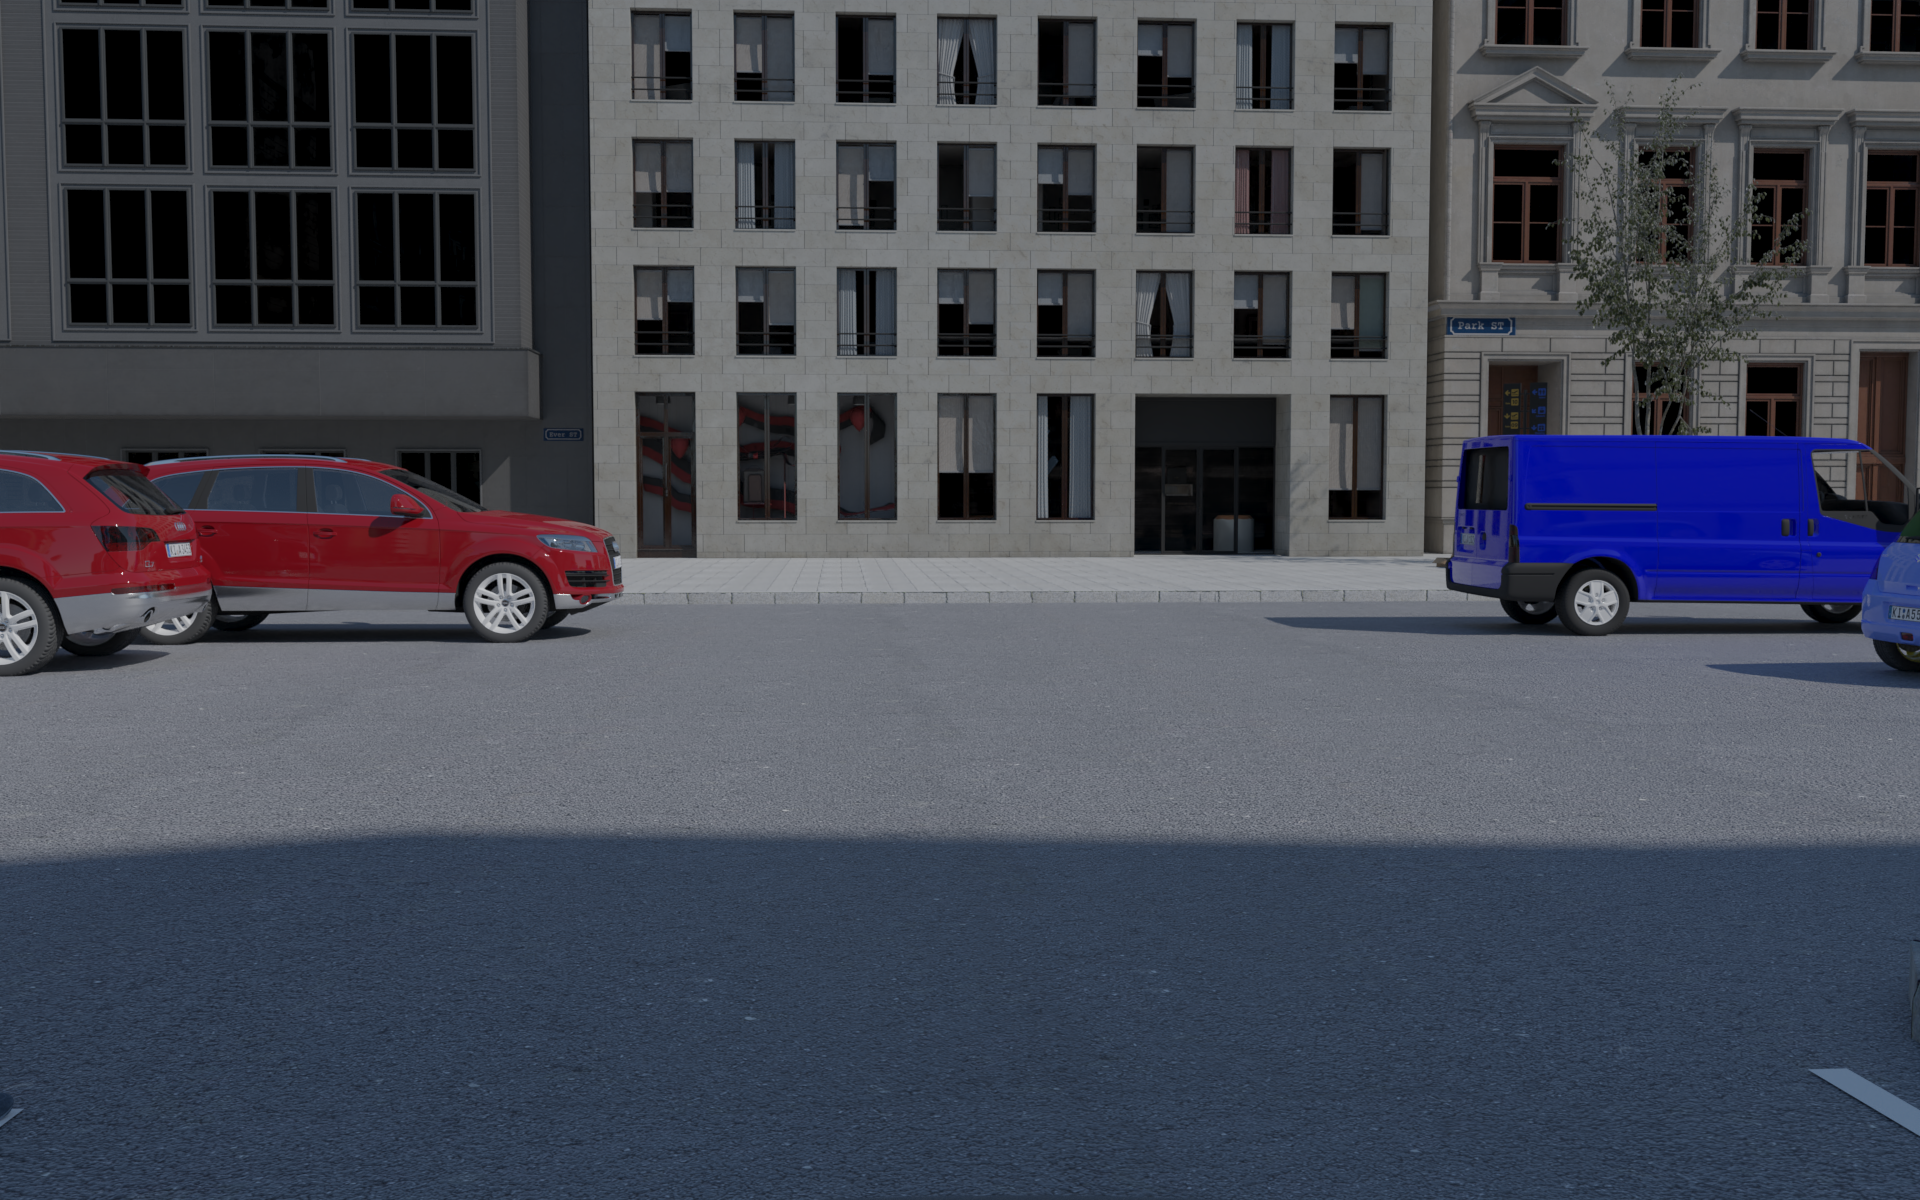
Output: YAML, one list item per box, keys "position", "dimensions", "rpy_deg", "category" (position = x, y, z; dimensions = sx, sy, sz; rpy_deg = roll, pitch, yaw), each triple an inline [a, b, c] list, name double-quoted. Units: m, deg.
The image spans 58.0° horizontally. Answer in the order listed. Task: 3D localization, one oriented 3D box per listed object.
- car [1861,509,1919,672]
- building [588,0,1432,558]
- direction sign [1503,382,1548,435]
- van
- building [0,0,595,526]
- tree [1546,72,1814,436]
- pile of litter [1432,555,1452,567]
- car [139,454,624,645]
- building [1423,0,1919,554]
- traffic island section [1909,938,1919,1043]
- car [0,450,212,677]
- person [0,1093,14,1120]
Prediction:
- position: [9.060, -0.233, 13.402]
  dimensions: [3.694, 1.707, 1.945]
  rpy_deg: [0, 4, -6]
  category: "car"
- position: [0.786, -11.302, 39.533]
  dimensions: [16.860, 20.320, 10.420]
  rpy_deg: [0, 4, -4]
  category: "building"
- position: [11.517, -2.653, 35.368]
  dimensions: [0.876, 3.537, 0.379]
  rpy_deg: [2, 4, 32]
  category: "direction sign"
- position: [7.993, -0.854, 18.349]
  dimensions: [5.245, 2.365, 2.240]
  rpy_deg: [0, 4, -3]
  category: "van"
- position: [-19.759, -15.036, 39.342]
  dimensions: [24.014, 27.812, 14.314]
  rpy_deg: [0, 4, -4]
  category: "building"
- position: [12.408, -4.914, 30.708]
  dimensions: [4.360, 8.622, 3.978]
  rpy_deg: [0, 3, 0]
  category: "tree"
- position: [8.826, -0.991, 30.167]
  dimensions: [1.176, 0.858, 1.719]
  rpy_deg: [2, 4, 29]
  category: "pile of litter"
- position: [-6.083, -0.536, 17.443]
  dimensions: [5.304, 1.827, 2.281]
  rpy_deg: [0, 4, -4]
  category: "car"
- position: [19.671, -12.581, 41.852]
  dimensions: [21.152, 22.565, 11.583]
  rpy_deg: [0, 4, -4]
  category: "building"
- position: [3.560, 1.132, 3.767]
  dimensions: [2.009, 0.180, 2.903]
  rpy_deg: [0, 4, -4]
  category: "traffic island section"
- position: [-9.098, -0.348, 14.365]
  dimensions: [5.304, 1.827, 2.281]
  rpy_deg: [0, 4, -5]
  category: "car"
- position: [-2.446, 0.551, 3.756]
  dimensions: [0.475, 1.303, 0.640]
  rpy_deg: [3, 4, 37]
  category: "person"
